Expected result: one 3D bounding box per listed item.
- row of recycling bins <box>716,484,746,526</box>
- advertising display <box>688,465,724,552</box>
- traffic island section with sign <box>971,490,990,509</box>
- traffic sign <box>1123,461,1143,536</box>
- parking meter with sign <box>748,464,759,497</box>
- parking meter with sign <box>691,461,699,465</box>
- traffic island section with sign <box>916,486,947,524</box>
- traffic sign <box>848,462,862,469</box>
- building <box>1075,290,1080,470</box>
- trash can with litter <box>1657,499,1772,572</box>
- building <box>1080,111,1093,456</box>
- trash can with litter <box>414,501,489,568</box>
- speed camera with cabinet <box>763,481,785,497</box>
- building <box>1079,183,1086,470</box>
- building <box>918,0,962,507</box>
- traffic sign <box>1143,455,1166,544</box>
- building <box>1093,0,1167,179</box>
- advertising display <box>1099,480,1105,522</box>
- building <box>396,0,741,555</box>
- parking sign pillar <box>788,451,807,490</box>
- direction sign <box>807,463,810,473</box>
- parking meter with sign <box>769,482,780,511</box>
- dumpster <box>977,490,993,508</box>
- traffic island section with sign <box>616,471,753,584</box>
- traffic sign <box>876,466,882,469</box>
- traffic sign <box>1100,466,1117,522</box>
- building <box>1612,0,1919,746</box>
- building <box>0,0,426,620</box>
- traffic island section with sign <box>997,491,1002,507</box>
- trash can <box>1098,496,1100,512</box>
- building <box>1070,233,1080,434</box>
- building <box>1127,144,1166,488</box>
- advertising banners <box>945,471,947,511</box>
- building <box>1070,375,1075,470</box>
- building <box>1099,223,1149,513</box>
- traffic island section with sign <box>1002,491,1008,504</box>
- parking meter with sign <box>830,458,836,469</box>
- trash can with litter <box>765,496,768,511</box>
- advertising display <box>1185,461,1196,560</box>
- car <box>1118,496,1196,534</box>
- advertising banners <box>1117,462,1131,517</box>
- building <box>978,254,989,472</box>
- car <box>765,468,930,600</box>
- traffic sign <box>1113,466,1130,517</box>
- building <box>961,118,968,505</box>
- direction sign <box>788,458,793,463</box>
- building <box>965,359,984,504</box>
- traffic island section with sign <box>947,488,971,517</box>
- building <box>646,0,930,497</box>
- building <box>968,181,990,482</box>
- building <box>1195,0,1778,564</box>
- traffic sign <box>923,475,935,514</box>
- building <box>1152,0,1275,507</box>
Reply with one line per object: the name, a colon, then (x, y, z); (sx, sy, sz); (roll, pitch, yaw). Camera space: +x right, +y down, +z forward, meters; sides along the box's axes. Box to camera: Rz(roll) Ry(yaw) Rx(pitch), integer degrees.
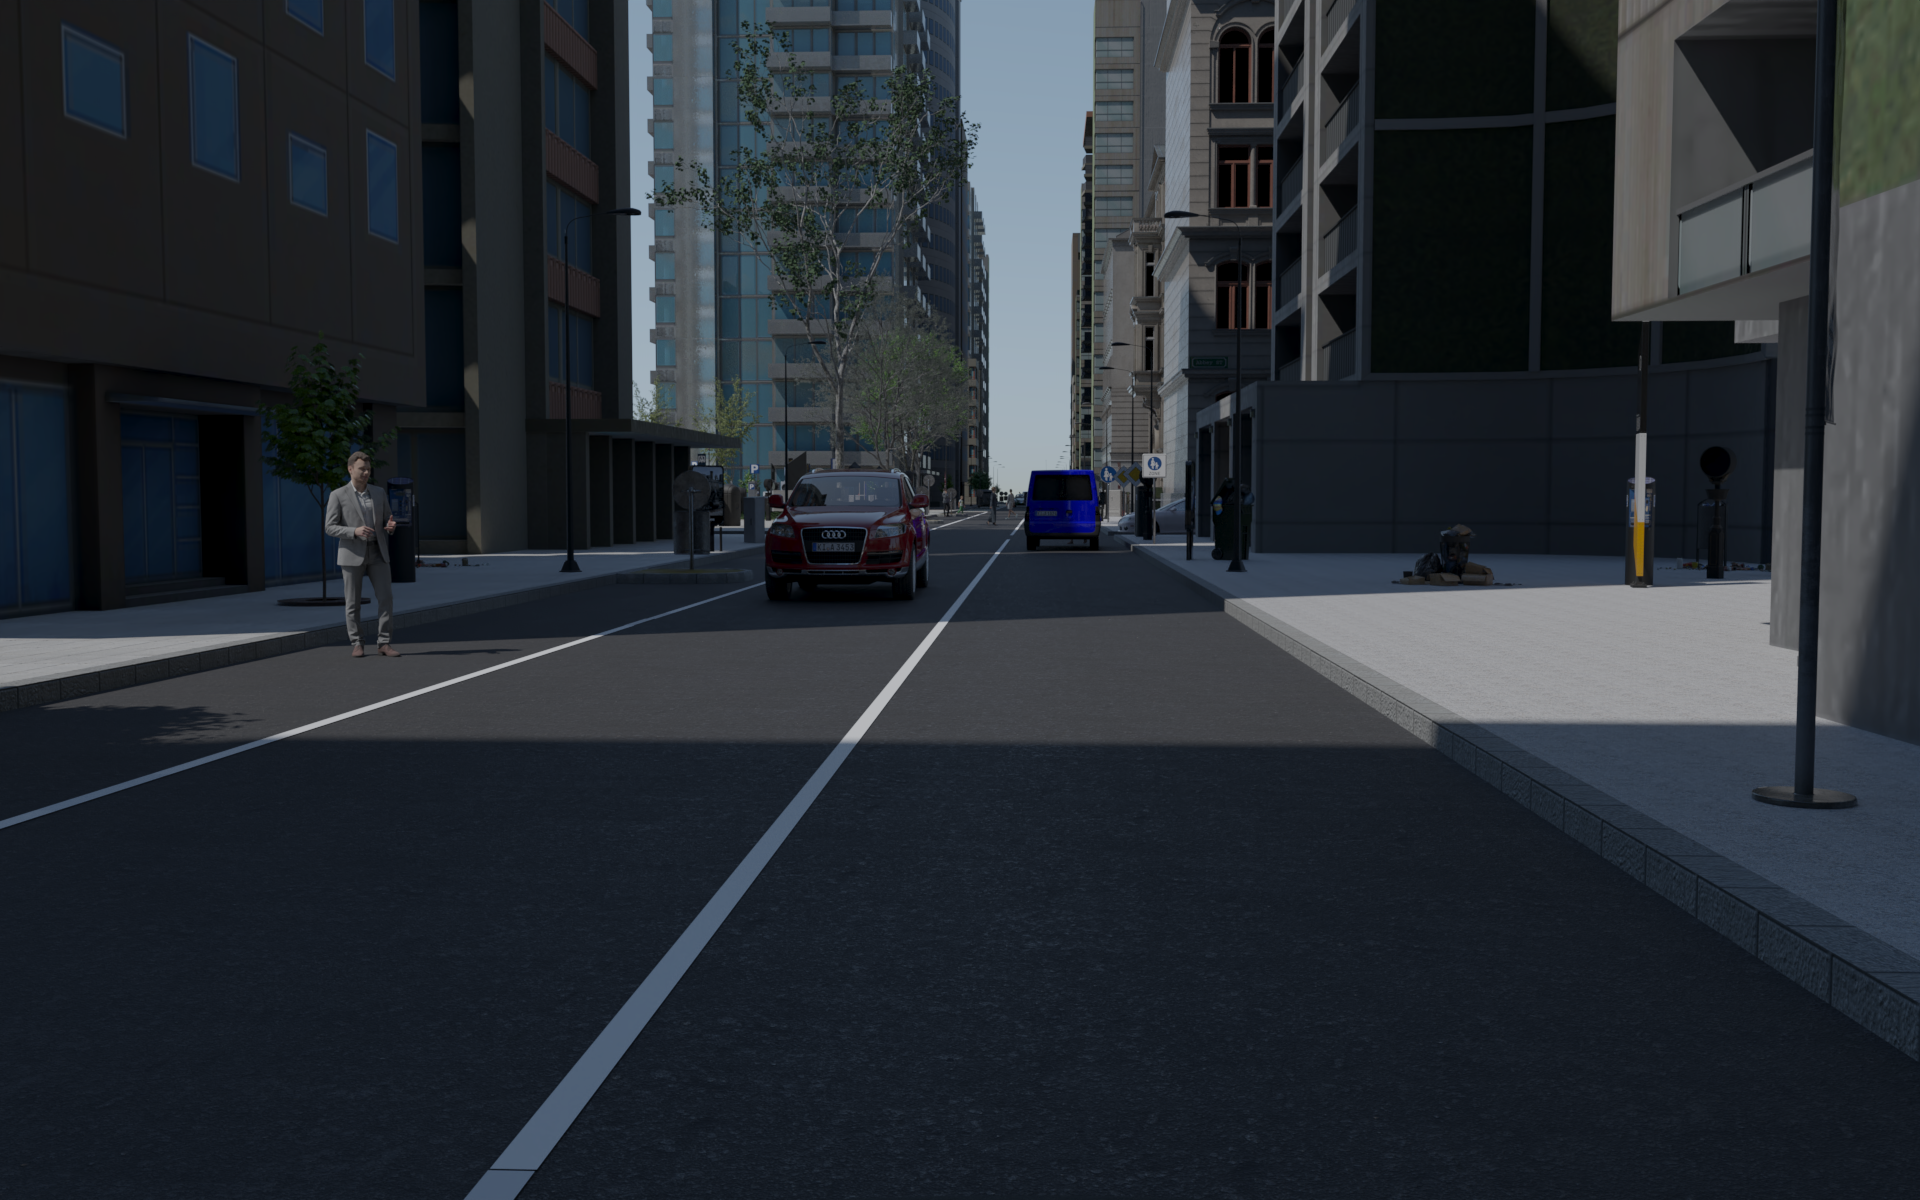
row of recycling bins: (-10.425, -3.762, 68.619); (3.534, 1.692, 1.069); (-1, 4, -23)
advertising display: (-5.633, -2.035, 38.488); (0.123, 1.923, 0.974); (3, 4, 39)
traffic island section with sign: (1.914, -9.318, 160.984); (1.989, 1.847, 2.006); (0, 4, 3)
traffic sign: (5.380, -3.024, 53.088); (0.795, 2.450, 0.064); (0, 4, 3)
parking meter with sign: (-12.007, -6.351, 100.098); (0.543, 3.016, 1.738); (0, 4, 4)
parking meter with sign: (-13.567, -5.919, 93.029); (0.543, 3.016, 1.738); (3, 5, 42)
traffic island section with sign: (-1.795, -4.618, 84.135); (1.989, 1.847, 2.006); (0, 4, 3)
traffic sign: (-3.253, -3.051, 53.525); (0.795, 2.450, 0.064); (0, 4, 3)
building: (23.250, -28.892, 244.087); (14.160, 30.474, 14.107); (0, 4, 3)
trash can with litter: (12.942, -1.103, 29.091); (1.678, 1.210, 2.233); (-3, 4, -37)
building: (24.855, -33.089, 195.622); (22.147, 44.769, 28.867); (0, 4, 3)
trash can with litter: (-9.359, -1.186, 30.444); (2.233, 1.210, 1.678); (-2, 4, -29)
speed camera with cabinet: (-12.796, -7.787, 121.653); (2.038, 3.252, 0.660); (1, 4, 19)
building: (22.902, -33.400, 229.689); (14.154, 41.232, 14.086); (0, 4, 3)
building: (-11.082, -39.086, 181.053); (21.231, 58.520, 28.212); (0, 4, 3)
traffic sign: (4.959, -2.572, 44.175); (0.606, 2.300, 0.079); (1, 4, 9)
building: (18.143, -28.289, 146.127); (14.154, 41.232, 14.086); (0, 4, 3)
advertising display: (6.655, -4.656, 81.340); (0.123, 1.923, 0.974); (0, 4, -4)
building: (-21.758, -23.735, 42.694); (28.867, 44.769, 22.147); (0, 4, 3)
parking sign pillar: (-10.207, -7.287, 107.620); (1.447, 3.967, 1.447); (-1, 4, -21)
direction sign: (-11.223, -8.339, 128.335); (0.379, 3.537, 0.876); (1, 4, 10)
parking meter with sign: (-12.009, -7.063, 111.747); (1.738, 3.016, 0.543); (-1, 4, -20)
dumpster: (2.531, -9.758, 167.763); (1.865, 1.857, 1.264); (0, 4, 2)
traffic island section with sign: (-4.489, -1.226, 28.667); (1.989, 1.847, 2.006); (0, 4, 3)
traffic sign: (-2.866, -3.539, 61.501); (0.795, 2.450, 0.064); (0, 4, 3)
traffic sign: (6.727, -4.798, 78.553); (0.768, 2.556, 0.104); (0, 4, 6)
building: (12.033, -19.978, 10.231); (14.154, 41.232, 14.086); (0, 4, 3)
building: (-15.977, -22.649, 20.415); (14.600, 45.320, 14.200); (0, 4, 3)
traffic island section with sign: (3.255, -10.997, 188.431); (1.989, 1.847, 2.006); (0, 4, 3)
trash can: (9.348, -6.340, 115.319); (0.748, 1.137, 0.748); (0, 3, 0)
building: (25.374, -38.956, 287.033); (14.600, 45.320, 14.200); (0, 4, 3)
building: (16.946, -17.126, 99.089); (14.460, 24.649, 34.723); (0, 4, 3)
advertising banners: (-1.011, -8.169, 129.748); (0.090, 3.025, 2.074); (0, 4, 7)
building: (30.951, -25.715, 265.476); (27.650, 21.520, 28.899); (0, 4, 3)
building: (15.312, -16.935, 126.042); (9.793, 20.994, 18.267); (0, 4, 3)
traffic island section with sign: (5.909, -14.346, 243.184); (1.989, 1.847, 2.006); (0, 4, 3)
parking meter with sign: (-5.709, -5.365, 83.983); (0.543, 3.016, 1.738); (-2, 4, -25)
trash can with litter: (-9.958, -4.940, 91.821); (1.678, 1.210, 2.233); (2, 4, 33)
advertising display: (4.498, -1.752, 33.854); (0.123, 1.923, 0.974); (1, 4, 12)
car: (7.675, -2.772, 57.684); (4.827, 1.381, 2.083); (0, 4, 3)
advertising banners: (9.055, -6.098, 95.891); (0.090, 3.025, 2.074); (2, 4, 25)
building: (-2.370, -36.939, 287.542); (14.154, 41.232, 14.086); (0, 4, 3)
car: (-1.550, -1.010, 25.190); (2.281, 1.827, 5.304); (0, 4, 2)
traffic sign: (5.767, -3.512, 61.063); (0.795, 2.450, 0.064); (0, 4, 3)
building: (-6.301, -33.798, 202.703); (14.600, 45.320, 14.200); (0, 4, 3)
direction sign: (-10.461, -7.167, 109.182); (0.876, 3.537, 0.379); (-3, 5, -42)
building: (-11.044, -23.932, 236.321); (27.650, 21.520, 28.899); (0, 4, 3)
traffic island section with sign: (-0.495, -6.269, 111.126); (1.989, 1.847, 2.006); (0, 4, 3)
building: (-14.228, -32.573, 152.181); (23.786, 49.044, 30.456); (0, 4, 3)
building: (-7.437, -39.471, 264.964); (23.786, 49.044, 30.456); (0, 4, 3)
building: (16.815, -36.770, 39.441); (20.563, 71.187, 20.611); (0, 4, 3)
traffic sign: (-2.045, -6.945, 113.650); (0.768, 2.556, 0.104); (1, 4, 10)
building: (19.506, -17.123, 67.346); (23.554, 28.519, 14.401); (0, 4, 3)
